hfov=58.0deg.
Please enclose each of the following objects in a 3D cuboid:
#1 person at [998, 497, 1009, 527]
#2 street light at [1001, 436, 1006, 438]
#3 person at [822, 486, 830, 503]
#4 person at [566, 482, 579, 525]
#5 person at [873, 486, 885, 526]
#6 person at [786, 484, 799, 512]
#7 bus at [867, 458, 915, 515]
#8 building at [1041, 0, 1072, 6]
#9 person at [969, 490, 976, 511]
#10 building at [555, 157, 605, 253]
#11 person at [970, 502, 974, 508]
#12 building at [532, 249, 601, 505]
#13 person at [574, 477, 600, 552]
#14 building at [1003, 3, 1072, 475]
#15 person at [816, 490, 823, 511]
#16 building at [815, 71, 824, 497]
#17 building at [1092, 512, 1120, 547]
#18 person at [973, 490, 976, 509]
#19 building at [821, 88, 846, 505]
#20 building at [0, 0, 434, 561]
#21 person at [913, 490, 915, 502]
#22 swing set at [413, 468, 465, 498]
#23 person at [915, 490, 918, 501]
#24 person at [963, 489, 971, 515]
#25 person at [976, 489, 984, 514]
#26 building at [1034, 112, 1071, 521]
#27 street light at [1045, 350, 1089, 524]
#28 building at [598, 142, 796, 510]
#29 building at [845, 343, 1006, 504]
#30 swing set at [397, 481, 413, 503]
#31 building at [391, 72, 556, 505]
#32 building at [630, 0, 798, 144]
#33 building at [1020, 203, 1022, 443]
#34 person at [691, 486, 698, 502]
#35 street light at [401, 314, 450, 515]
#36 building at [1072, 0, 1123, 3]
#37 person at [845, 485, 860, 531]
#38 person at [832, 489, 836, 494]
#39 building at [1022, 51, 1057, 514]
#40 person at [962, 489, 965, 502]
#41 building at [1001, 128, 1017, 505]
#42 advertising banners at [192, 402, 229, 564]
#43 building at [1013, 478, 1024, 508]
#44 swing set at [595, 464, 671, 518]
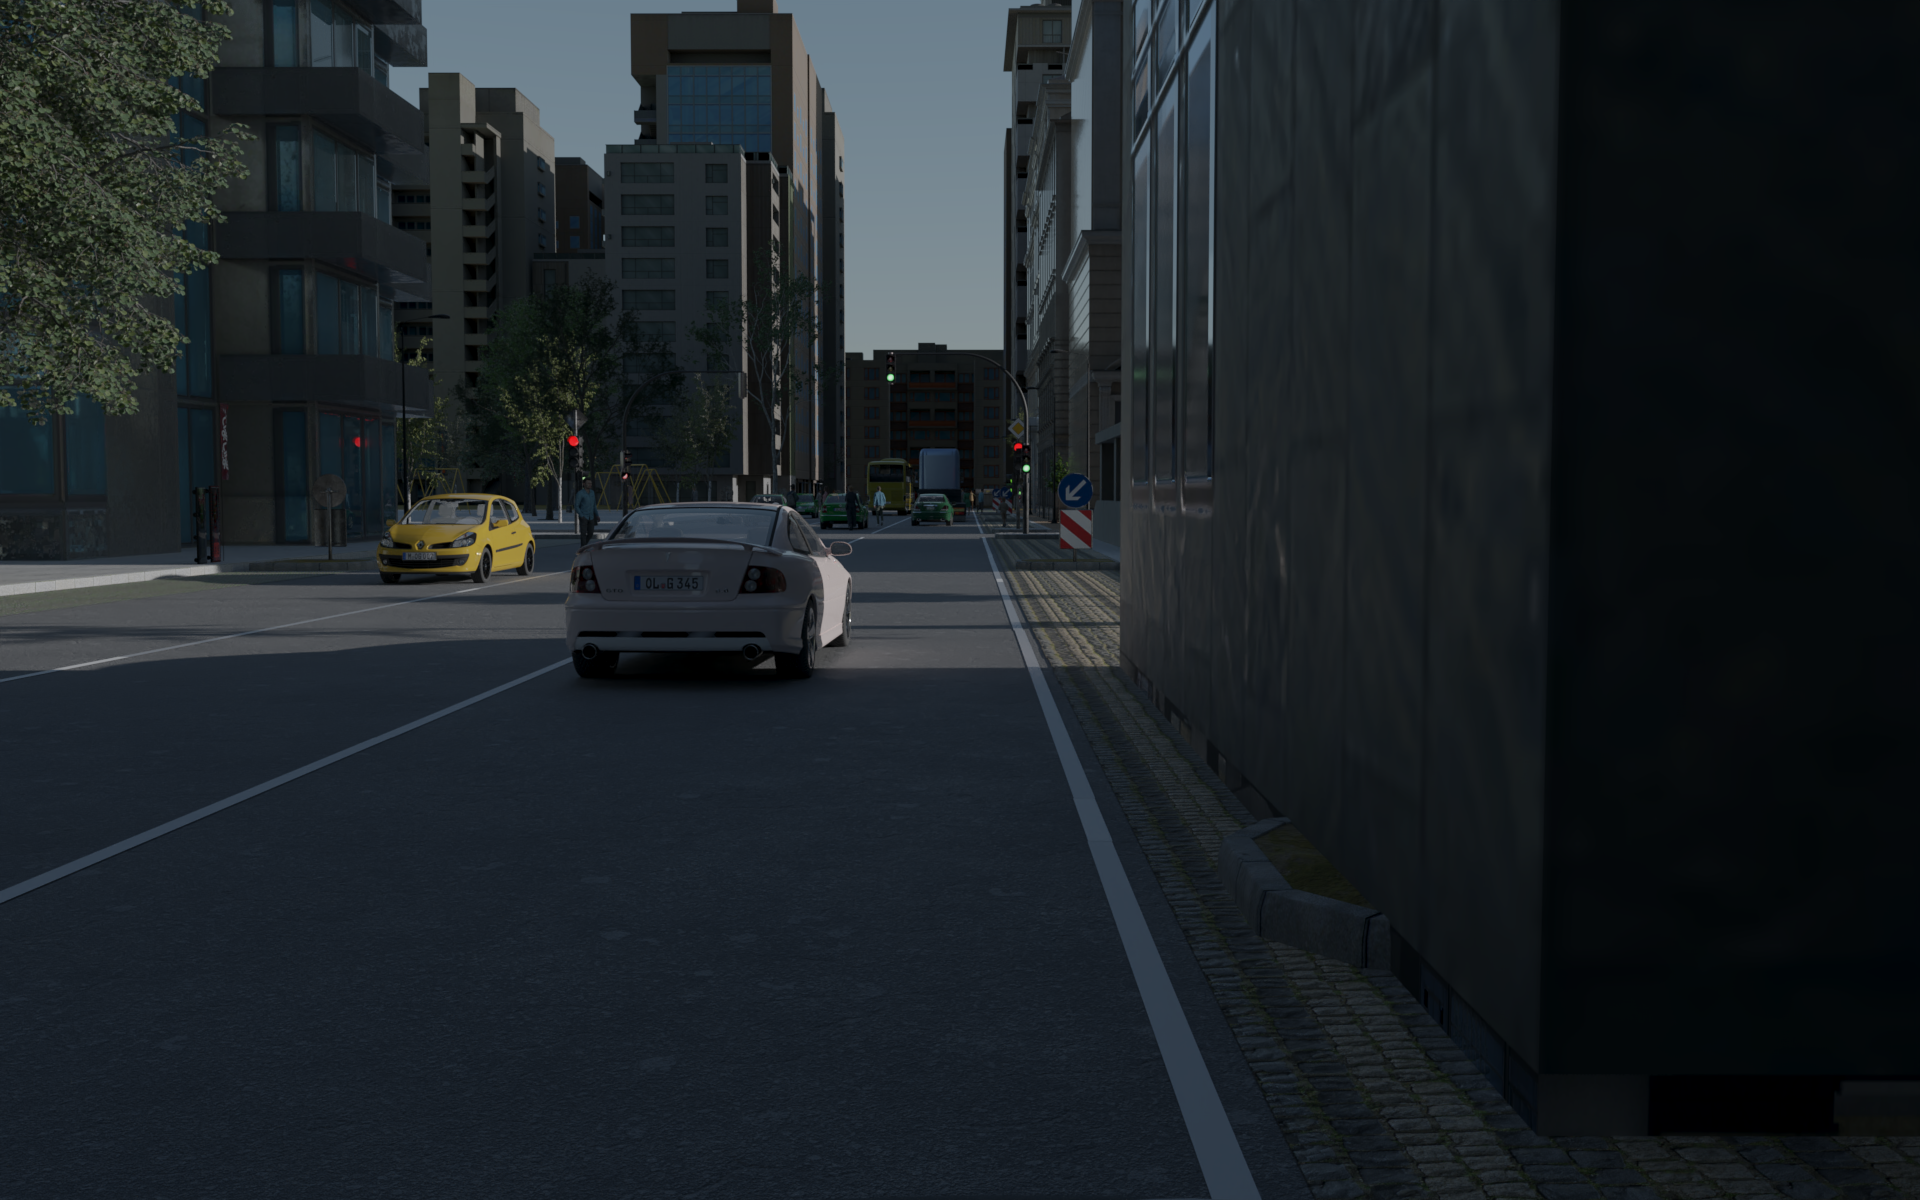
[{"bbox_3d":[1.864,-3.777,74.521,0.475,1.303,0.640,-1,4,-21],"label":"person"},{"bbox_3d":[3.961,-10.178,138.944,1.470,5.913,1.316,0,4,0],"label":"street light"},{"bbox_3d":[-6.412,-4.532,82.614,0.388,1.821,0.555,0,4,4],"label":"person"},{"bbox_3d":[-16.004,-4.023,72.005,0.728,1.800,0.709,3,5,45],"label":"person"},{"bbox_3d":[-3.628,-4.226,77.944,0.601,1.785,0.444,-1,4,-18],"label":"person"},{"bbox_3d":[-6.526,-3.593,67.234,0.713,1.824,0.794,-2,4,-32],"label":"person"},{"bbox_3d":[-4.675,-7.791,118.925,2.896,3.916,12.252,0,4,1],"label":"bus"},{"bbox_3d":[21.249,-48.504,231.297,20.611,71.187,20.563,0,4,0],"label":"building"},{"bbox_3d":[0.927,-8.612,149.408,1.348,1.812,0.705,0,3,0],"label":"person"},{"bbox_3d":[-54.660,-35.420,229.224,14.200,45.320,14.600,0,4,0],"label":"building"},{"bbox_3d":[1.180,-9.895,170.828,0.990,1.755,0.434,-2,4,-26],"label":"person"},{"bbox_3d":[-42.649,-26.696,208.183,14.107,30.474,14.160,0,4,0],"label":"building"},{"bbox_3d":[-8.712,-1.941,40.257,0.620,1.820,0.660,2,4,28],"label":"person"},{"bbox_3d":[19.262,-36.521,186.362,28.713,52.752,27.495,0,4,0],"label":"building"},{"bbox_3d":[-11.276,-7.935,138.508,0.850,1.792,0.678,1,4,9],"label":"person"},{"bbox_3d":[-21.292,-32.049,174.113,14.600,45.320,14.200,0,4,0],"label":"building"},{"bbox_3d":[19.957,-21.473,42.961,32.217,40.220,23.993,0,4,0],"label":"building"},{"bbox_3d":[1.399,-9.830,169.188,0.705,1.831,1.348,0,4,-2],"label":"person"},{"bbox_3d":[-24.809,-35.501,204.138,21.600,48.544,21.300,0,4,0],"label":"building"},{"bbox_3d":[-29.862,-25.817,41.716,30.456,49.044,23.786,0,4,0],"label":"building"},{"bbox_3d":[-3.620,-7.335,128.626,0.583,1.804,0.606,-1,4,-19],"label":"person"},{"bbox_3d":[-31.912,-6.636,106.123,3.119,2.851,2.862,1,4,14],"label":"swing set"},{"bbox_3d":[-4.797,-10.888,186.459,0.705,1.831,1.348,2,4,23],"label":"person"},{"bbox_3d":[0.478,-6.645,117.396,0.600,1.795,0.529,-2,4,-25],"label":"person"},{"bbox_3d":[1.440,-6.946,122.093,0.620,1.820,0.660,-2,4,-34],"label":"person"},{"bbox_3d":[9.040,-14.686,89.264,9.793,20.994,18.267,0,4,0],"label":"building"},{"bbox_3d":[3.582,-5.092,55.800,1.470,5.913,1.316,0,4,0],"label":"street light"},{"bbox_3d":[-21.614,-22.891,145.977,14.160,30.474,14.107,0,4,0],"label":"building"},{"bbox_3d":[-3.604,-23.963,236.840,28.899,21.520,27.650,0,4,0],"label":"building"},{"bbox_3d":[-31.530,-5.799,92.425,2.862,2.851,3.119,1,4,22],"label":"swing set"},{"bbox_3d":[-60.517,-35.496,204.066,21.600,48.544,21.300,0,4,0],"label":"building"},{"bbox_3d":[-21.540,-31.182,159.940,14.600,45.320,14.200,0,4,0],"label":"building"},{"bbox_3d":[11.516,-20.971,128.784,13.634,28.700,20.117,0,4,0],"label":"building"},{"bbox_3d":[-16.241,-6.126,106.380,0.728,1.800,0.709,-3,5,-43],"label":"person"},{"bbox_3d":[-13.846,-4.421,44.827,1.470,5.913,1.316,0,4,0],"label":"street light"},{"bbox_3d":[14.430,-17.355,69.655,20.117,28.700,13.634,0,4,0],"label":"building"},{"bbox_3d":[-4.240,-3.618,68.073,0.576,1.772,0.534,-2,4,-31],"label":"person"},{"bbox_3d":[-10.786,-8.528,147.941,0.705,1.822,1.348,3,5,43],"label":"person"},{"bbox_3d":[11.211,-19.725,108.402,13.634,28.700,20.117,0,4,0],"label":"building"},{"bbox_3d":[0.243,-6.918,121.712,0.391,1.810,0.635,2,4,33],"label":"person"},{"bbox_3d":[12.252,-34.087,207.424,14.600,45.320,14.200,0,4,0],"label":"building"},{"bbox_3d":[-14.008,-2.219,32.476,0.090,3.025,2.074,0,4,-6],"label":"advertising banners"},{"bbox_3d":[21.300,-28.695,161.041,32.217,40.220,23.993,0,4,0],"label":"building"},{"bbox_3d":[-17.396,-5.748,91.604,2.862,2.851,3.119,-3,5,-44],"label":"swing set"}]
